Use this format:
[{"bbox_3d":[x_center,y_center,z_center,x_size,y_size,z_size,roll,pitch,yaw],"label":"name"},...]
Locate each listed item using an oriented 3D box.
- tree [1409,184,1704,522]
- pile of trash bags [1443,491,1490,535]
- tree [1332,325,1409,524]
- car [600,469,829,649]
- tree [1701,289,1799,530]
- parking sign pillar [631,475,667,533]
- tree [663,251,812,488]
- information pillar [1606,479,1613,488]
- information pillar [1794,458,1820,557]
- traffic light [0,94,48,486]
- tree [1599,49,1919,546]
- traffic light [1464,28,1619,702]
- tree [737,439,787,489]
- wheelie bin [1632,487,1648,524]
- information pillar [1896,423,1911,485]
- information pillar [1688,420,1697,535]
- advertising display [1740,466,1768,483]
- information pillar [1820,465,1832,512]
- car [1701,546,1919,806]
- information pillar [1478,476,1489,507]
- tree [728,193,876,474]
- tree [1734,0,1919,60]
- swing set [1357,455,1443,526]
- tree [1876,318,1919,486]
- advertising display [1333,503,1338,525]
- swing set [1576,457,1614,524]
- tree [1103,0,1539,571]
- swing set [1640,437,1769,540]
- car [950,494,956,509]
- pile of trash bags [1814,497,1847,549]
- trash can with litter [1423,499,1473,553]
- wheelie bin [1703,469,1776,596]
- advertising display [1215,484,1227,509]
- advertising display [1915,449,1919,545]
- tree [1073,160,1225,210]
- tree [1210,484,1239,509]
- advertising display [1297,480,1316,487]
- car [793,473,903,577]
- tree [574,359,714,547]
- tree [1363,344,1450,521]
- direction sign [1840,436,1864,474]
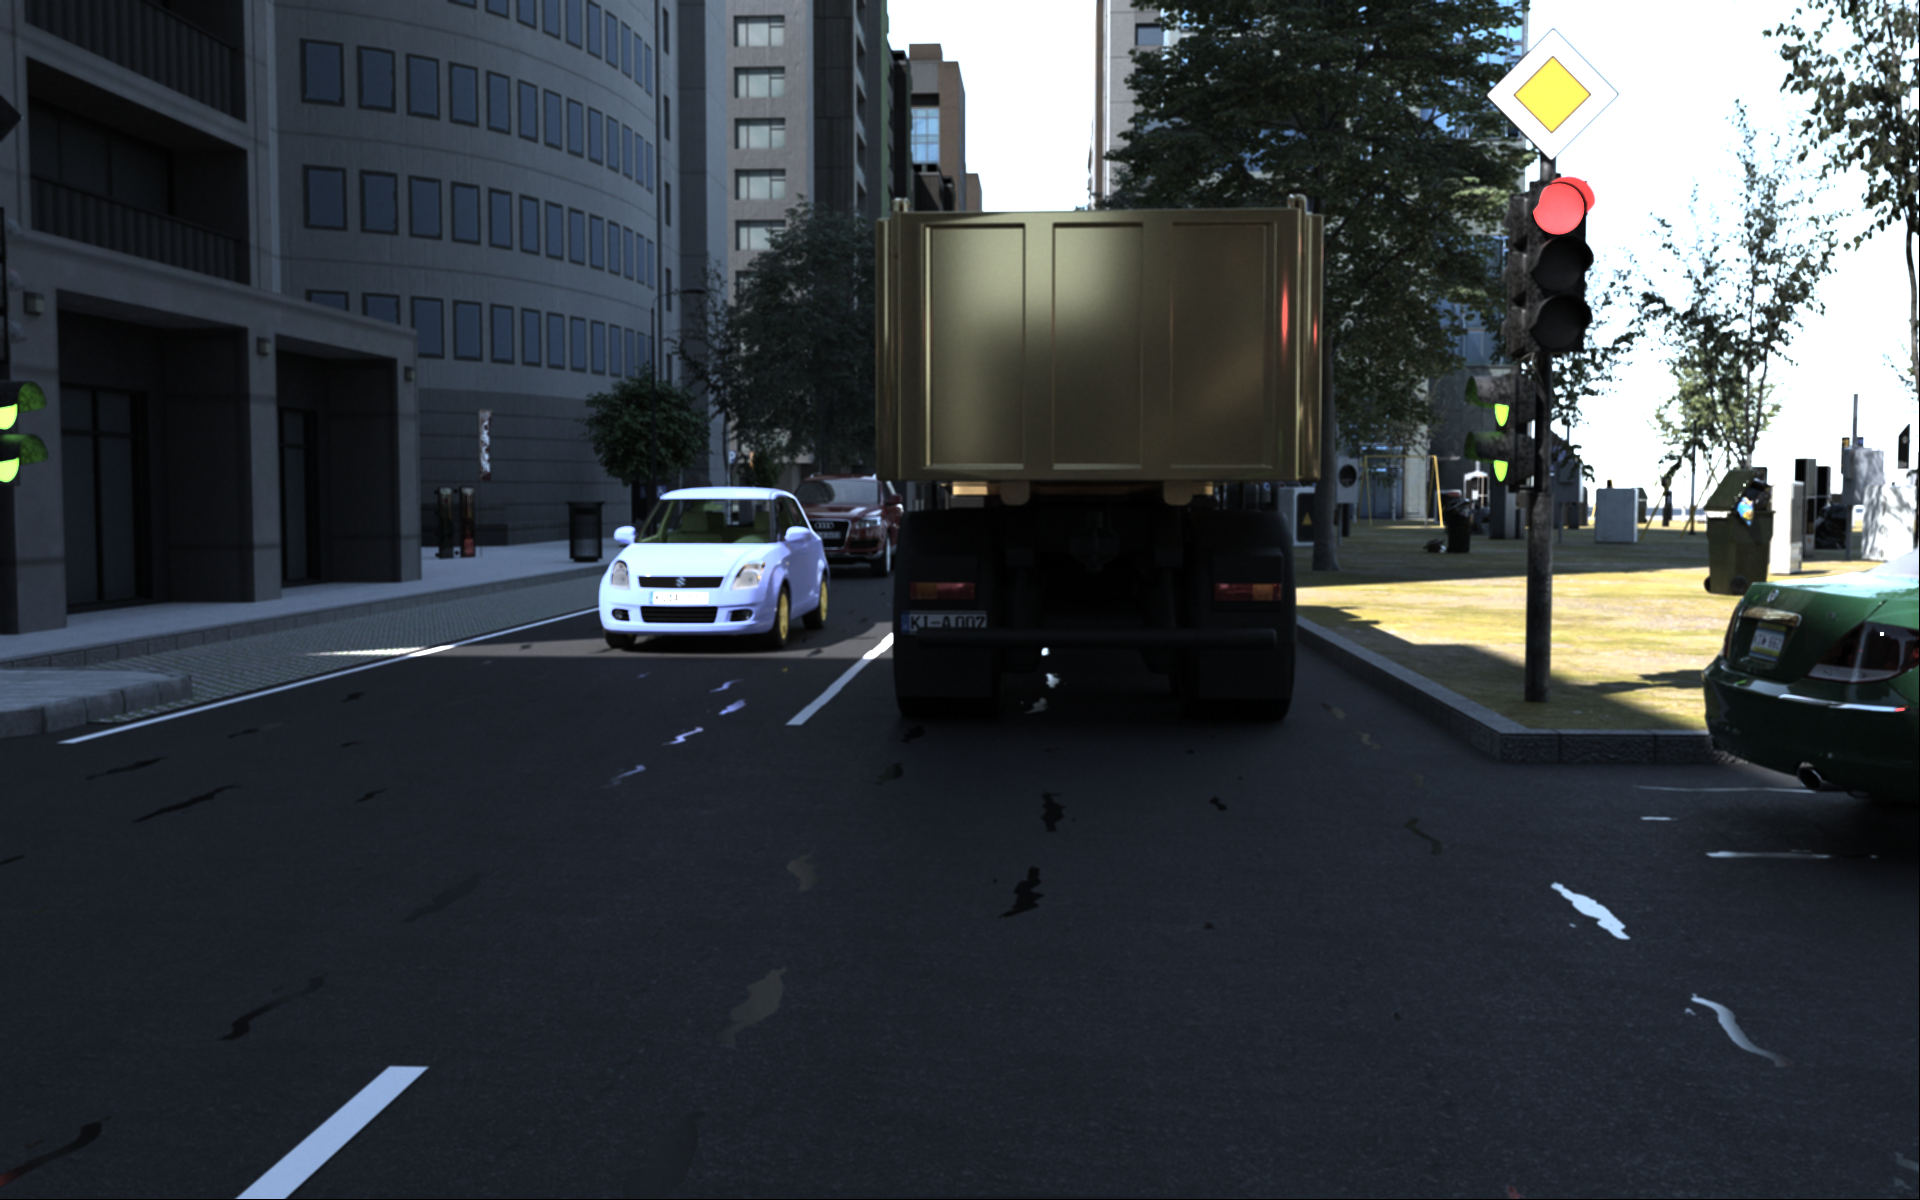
[{"bbox_3d":[14.129,-5.562,41.293,4.737,8.622,4.395,0,3,0],"label":"tree"},{"bbox_3d":[16.470,-2.815,55.774,1.912,1.369,3.447,-1,4,-9],"label":"pile of trash bags"},{"bbox_3d":[17.044,-7.579,74.286,4.737,8.622,4.395,0,3,0],"label":"tree"},{"bbox_3d":[-2.365,-0.467,17.219,1.945,1.707,3.694,0,4,4],"label":"car"},{"bbox_3d":[26.885,-6.811,61.724,4.737,8.622,4.395,0,3,0],"label":"tree"},{"bbox_3d":[-8.738,-3.681,48.658,1.447,3.967,1.447,-3,5,-40],"label":"parking sign pillar"},{"bbox_3d":[-6.932,-6.300,53.363,4.360,8.622,3.978,0,3,0],"label":"tree"},{"bbox_3d":[31.488,-4.865,84.027,0.304,2.012,0.304,1,4,20],"label":"information pillar"},{"bbox_3d":[17.182,-1.881,35.241,0.304,2.012,0.304,-2,4,-25],"label":"information pillar"},{"bbox_3d":[-6.386,-1.359,11.148,0.839,4.253,0.868,0,4,3],"label":"traffic light"},{"bbox_3d":[14.193,-4.961,31.468,4.360,8.622,3.978,0,3,0],"label":"tree"},{"bbox_3d":[3.561,-1.328,10.627,0.839,4.253,0.868,0,4,3],"label":"traffic light"},{"bbox_3d":[-6.934,-3.998,59.961,1.663,3.219,1.824,0,3,0],"label":"tree"},{"bbox_3d":[29.450,-4.127,75.385,0.980,1.594,0.693,-1,4,-22],"label":"wheelie bin"},{"bbox_3d":[31.089,-4.021,57.090,0.183,3.616,0.504,-1,4,-12],"label":"information pillar"},{"bbox_3d":[23.261,-3.890,54.954,0.183,3.616,0.504,1,4,16],"label":"information pillar"},{"bbox_3d":[18.251,-2.118,39.849,0.974,1.923,0.123,-3,4,-36],"label":"advertising display"},{"bbox_3d":[22.202,-2.451,44.562,0.304,2.012,0.304,3,5,40],"label":"information pillar"},{"bbox_3d":[5.727,0.284,7.149,4.920,1.459,2.131,0,4,4],"label":"car"},{"bbox_3d":[21.507,-4.081,71.218,0.304,2.012,0.304,-1,4,-21],"label":"information pillar"},{"bbox_3d":[-5.823,-10.302,75.091,9.857,13.997,8.962,0,3,0],"label":"tree"},{"bbox_3d":[9.261,-4.015,16.002,4.360,8.622,3.978,0,3,0],"label":"tree"},{"bbox_3d":[17.821,-4.470,70.700,3.119,2.851,2.862,0,4,3],"label":"swing set"},{"bbox_3d":[29.374,-6.125,50.508,4.737,8.622,4.395,0,3,0],"label":"tree"},{"bbox_3d":[15.405,-4.033,71.152,0.123,1.923,0.974,-1,4,-21],"label":"advertising display"},{"bbox_3d":[26.720,-4.731,74.971,3.119,2.851,2.862,3,5,45],"label":"swing set"},{"bbox_3d":[5.903,-6.753,28.536,7.486,12.596,7.792,0,3,0],"label":"tree"},{"bbox_3d":[20.994,-3.108,48.438,2.862,2.851,3.119,3,5,44],"label":"swing set"},{"bbox_3d":[-0.136,-6.936,123.627,2.015,1.641,3.980,0,4,3],"label":"car"},{"bbox_3d":[19.840,-1.892,40.687,1.912,1.369,3.447,2,4,31],"label":"pile of trash bags"},{"bbox_3d":[10.687,-1.625,37.957,1.055,1.170,0.624,2,4,35],"label":"trash can with litter"},{"bbox_3d":[9.960,-0.870,22.139,0.693,1.594,0.980,0,4,-7],"label":"wheelie bin"},{"bbox_3d":[10.871,-4.062,71.623,0.974,1.923,0.123,-2,4,-29],"label":"advertising display"},{"bbox_3d":[13.328,-1.105,23.273,0.123,1.923,0.974,-2,4,-26],"label":"advertising display"},{"bbox_3d":[7.363,-9.632,64.133,9.857,13.997,8.962,0,3,0],"label":"tree"},{"bbox_3d":[5.648,-3.341,38.339,4.285,4.588,4.351,0,3,0],"label":"tree"},{"bbox_3d":[11.016,-3.002,54.294,0.974,1.923,0.123,0,4,-4],"label":"advertising display"},{"bbox_3d":[-2.137,-1.410,31.727,2.281,1.827,5.304,0,4,3],"label":"car"},{"bbox_3d":[-7.703,-3.580,42.253,4.285,4.588,4.351,0,3,0],"label":"tree"},{"bbox_3d":[20.930,-8.083,82.516,4.360,8.622,3.978,0,3,0],"label":"tree"},{"bbox_3d":[35.063,-4.656,68.130,0.379,3.537,0.876,-3,4,-38],"label":"direction sign"}]
